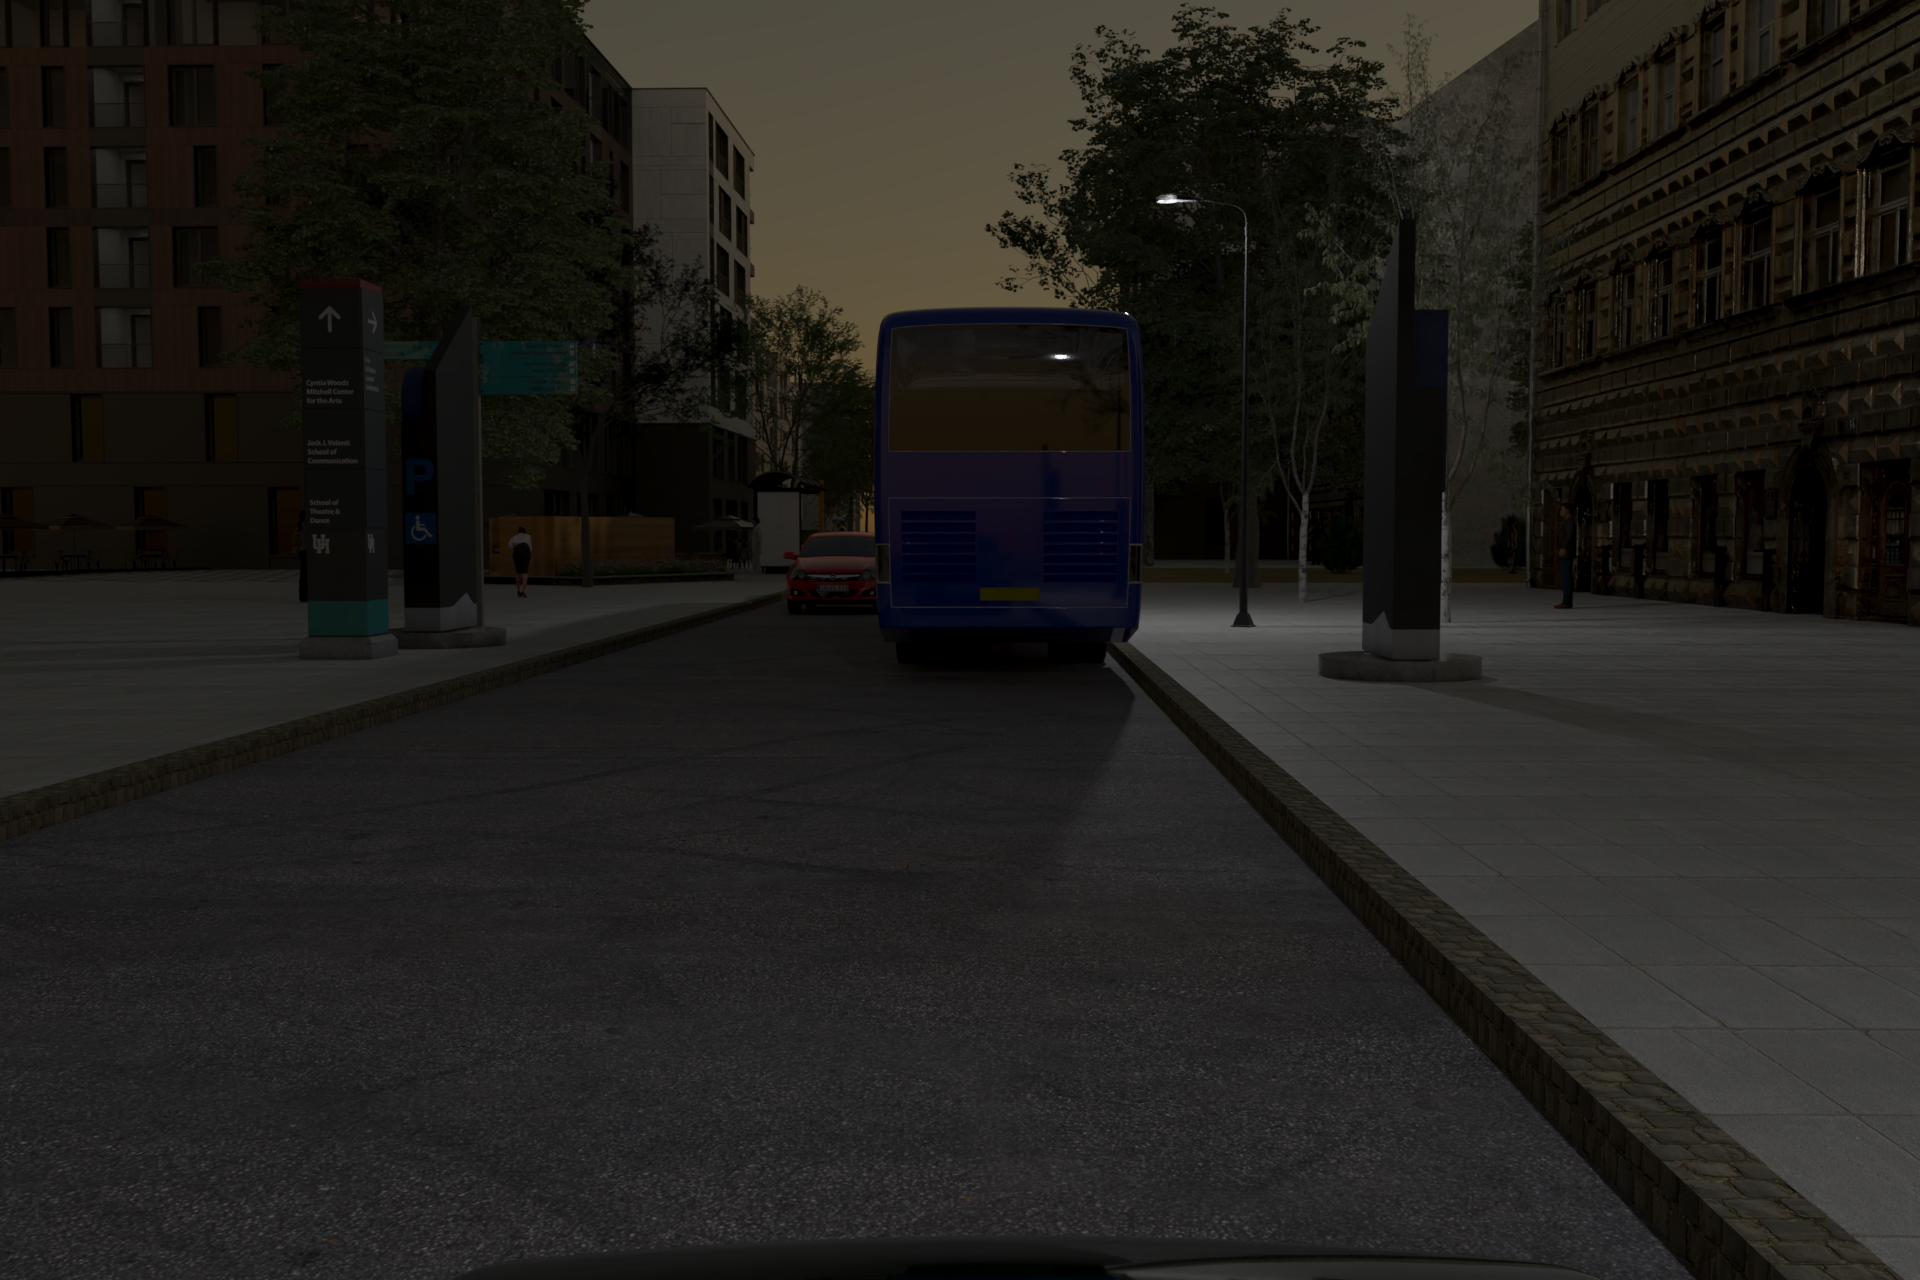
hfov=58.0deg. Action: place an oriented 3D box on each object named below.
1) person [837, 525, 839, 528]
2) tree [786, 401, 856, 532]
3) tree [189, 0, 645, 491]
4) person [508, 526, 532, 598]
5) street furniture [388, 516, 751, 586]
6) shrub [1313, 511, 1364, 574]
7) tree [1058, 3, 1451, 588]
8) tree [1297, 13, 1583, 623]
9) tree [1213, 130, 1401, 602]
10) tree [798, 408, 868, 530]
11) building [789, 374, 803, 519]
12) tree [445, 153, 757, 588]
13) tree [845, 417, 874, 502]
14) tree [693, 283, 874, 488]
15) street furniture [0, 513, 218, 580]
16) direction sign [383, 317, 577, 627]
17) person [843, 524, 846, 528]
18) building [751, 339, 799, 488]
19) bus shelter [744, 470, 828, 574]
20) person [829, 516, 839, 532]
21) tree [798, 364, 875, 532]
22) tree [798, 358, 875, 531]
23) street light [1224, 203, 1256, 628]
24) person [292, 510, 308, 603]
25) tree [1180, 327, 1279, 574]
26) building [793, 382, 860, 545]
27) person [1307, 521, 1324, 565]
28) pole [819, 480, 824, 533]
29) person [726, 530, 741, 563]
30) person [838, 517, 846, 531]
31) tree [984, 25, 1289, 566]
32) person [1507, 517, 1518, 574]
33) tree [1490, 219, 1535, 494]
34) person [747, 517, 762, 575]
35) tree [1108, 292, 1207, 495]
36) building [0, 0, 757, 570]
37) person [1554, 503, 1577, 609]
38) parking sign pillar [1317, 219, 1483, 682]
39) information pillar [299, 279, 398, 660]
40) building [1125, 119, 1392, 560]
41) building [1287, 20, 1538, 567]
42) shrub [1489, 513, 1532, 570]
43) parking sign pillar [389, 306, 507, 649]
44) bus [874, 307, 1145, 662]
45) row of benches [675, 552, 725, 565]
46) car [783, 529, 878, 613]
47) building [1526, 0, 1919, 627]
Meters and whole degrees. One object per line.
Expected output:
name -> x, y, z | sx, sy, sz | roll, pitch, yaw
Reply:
person -> -4.092, -3.129, 57.384 | 0.704, 1.802, 1.346 | 0, 4, -4
tree -> -7.322, -8.849, 95.050 | 4.360, 8.622, 3.978 | 0, 3, 0
tree -> -9.373, -6.876, 30.552 | 7.486, 12.596, 7.792 | 0, 3, 0
person -> -8.888, -1.589, 35.210 | 0.628, 1.438, 0.799 | -3, 5, -42
street furniture -> -9.387, -2.448, 46.886 | 9.812, 1.723, 11.010 | 2, 4, 30
shrub -> 12.402, -3.201, 56.380 | 1.661, 2.075, 1.752 | 0, 3, 0
tree -> 6.790, -8.218, 41.026 | 9.857, 13.997, 8.962 | 0, 3, 0
tree -> 7.171, -4.572, 25.107 | 4.360, 8.622, 3.978 | 0, 3, 0
tree -> 6.348, -4.999, 32.103 | 4.360, 8.622, 3.978 | 0, 3, 0
tree -> -6.958, -9.214, 101.016 | 4.360, 8.622, 3.978 | 0, 3, 0
building -> -23.551, -20.269, 187.811 | 16.016, 20.090, 11.380 | 0, 4, 2
tree -> -8.903, -6.557, 41.620 | 8.767, 10.594, 7.601 | 0, 4, 3
tree -> -6.102, -14.229, 143.015 | 12.009, 13.543, 11.850 | 0, 3, 0
tree -> -7.372, -9.024, 73.293 | 9.928, 11.665, 9.643 | 0, 3, 0
street furniture -> -31.026, -2.563, 46.928 | 14.083, 1.986, 27.439 | 2, 4, 34
direction sign -> -5.971, -2.033, 21.998 | 2.525, 3.948, 1.411 | 0, 4, 1
person -> -5.021, -4.222, 75.754 | 0.721, 1.740, 1.216 | -3, 4, -38
building -> -26.052, -18.475, 168.519 | 16.747, 18.905, 31.486 | 0, 4, 2
bus shelter -> -5.738, -3.916, 57.956 | 2.014, 3.302, 5.546 | 0, 4, 3
person -> -3.841, -2.927, 53.705 | 0.705, 1.847, 1.347 | -2, 4, -27
tree -> -6.800, -13.147, 125.330 | 12.009, 13.543, 11.850 | 0, 3, 0
tree -> -6.896, -11.863, 112.082 | 7.486, 12.596, 7.792 | 0, 3, 0
street light -> 4.458, -3.132, 23.746 | 1.470, 5.913, 1.316 | 0, 4, 1
person -> -12.216, -1.576, 32.578 | 1.217, 1.737, 0.721 | 3, 4, 38
tree -> 8.661, -6.450, 55.826 | 4.360, 8.622, 3.978 | 0, 3, 0
building -> -22.367, -21.481, 217.664 | 16.747, 18.905, 31.486 | 0, 4, 2
person -> 14.735, -4.022, 71.701 | 1.347, 1.837, 0.705 | -1, 4, -23
pole -> -5.254, -4.390, 65.614 | 0.158, 3.312, 0.155 | 0, 3, 0
person -> -10.160, -4.423, 78.085 | 0.705, 1.858, 1.354 | -2, 4, -34
person -> -3.824, -3.013, 55.230 | 0.705, 1.833, 1.349 | 0, 4, 3
tree -> 6.094, -12.939, 67.446 | 12.611, 20.169, 13.585 | 0, 3, 0
person -> 17.996, -3.071, 56.360 | 0.704, 1.843, 1.345 | 1, 4, 14
tree -> 19.092, -8.115, 50.804 | 7.486, 12.596, 7.792 | 0, 3, 0
person -> -6.408, -2.939, 54.239 | 0.705, 1.806, 1.347 | -1, 4, -21
tree -> 7.788, -9.954, 80.880 | 7.486, 12.596, 7.792 | 0, 3, 0
building -> -25.585, -14.314, 78.001 | 27.936, 21.610, 32.646 | 0, 4, 2
person -> 10.414, -1.453, 29.817 | 0.705, 1.821, 1.348 | 1, 4, 17
parking sign pillar -> 3.975, -1.657, 15.563 | 1.447, 3.967, 1.447 | 0, 4, 1
information pillar -> -6.369, -1.748, 17.958 | 0.750, 3.857, 0.750 | 0, 4, 2
building -> 23.250, -15.776, 101.916 | 27.936, 21.610, 32.646 | 0, 4, 1
building -> 25.431, -15.006, 76.281 | 19.493, 23.208, 18.063 | 0, 4, 1
shrub -> 19.582, -3.503, 61.315 | 1.661, 2.075, 1.752 | 0, 3, 0
parking sign pillar -> -5.983, -1.922, 19.894 | 1.447, 3.967, 1.447 | 0, 4, 2
bus -> 0.460, -1.872, 22.155 | 2.896, 3.916, 12.251 | 0, 3, 0
row of benches -> -9.766, -2.692, 59.476 | 4.104, 0.672, 1.422 | -3, 5, -44
car -> -2.195, -1.440, 32.593 | 2.155, 1.783, 4.494 | 0, 4, 1
building -> 22.555, -12.261, 31.398 | 19.493, 23.208, 18.063 | 0, 4, 1
